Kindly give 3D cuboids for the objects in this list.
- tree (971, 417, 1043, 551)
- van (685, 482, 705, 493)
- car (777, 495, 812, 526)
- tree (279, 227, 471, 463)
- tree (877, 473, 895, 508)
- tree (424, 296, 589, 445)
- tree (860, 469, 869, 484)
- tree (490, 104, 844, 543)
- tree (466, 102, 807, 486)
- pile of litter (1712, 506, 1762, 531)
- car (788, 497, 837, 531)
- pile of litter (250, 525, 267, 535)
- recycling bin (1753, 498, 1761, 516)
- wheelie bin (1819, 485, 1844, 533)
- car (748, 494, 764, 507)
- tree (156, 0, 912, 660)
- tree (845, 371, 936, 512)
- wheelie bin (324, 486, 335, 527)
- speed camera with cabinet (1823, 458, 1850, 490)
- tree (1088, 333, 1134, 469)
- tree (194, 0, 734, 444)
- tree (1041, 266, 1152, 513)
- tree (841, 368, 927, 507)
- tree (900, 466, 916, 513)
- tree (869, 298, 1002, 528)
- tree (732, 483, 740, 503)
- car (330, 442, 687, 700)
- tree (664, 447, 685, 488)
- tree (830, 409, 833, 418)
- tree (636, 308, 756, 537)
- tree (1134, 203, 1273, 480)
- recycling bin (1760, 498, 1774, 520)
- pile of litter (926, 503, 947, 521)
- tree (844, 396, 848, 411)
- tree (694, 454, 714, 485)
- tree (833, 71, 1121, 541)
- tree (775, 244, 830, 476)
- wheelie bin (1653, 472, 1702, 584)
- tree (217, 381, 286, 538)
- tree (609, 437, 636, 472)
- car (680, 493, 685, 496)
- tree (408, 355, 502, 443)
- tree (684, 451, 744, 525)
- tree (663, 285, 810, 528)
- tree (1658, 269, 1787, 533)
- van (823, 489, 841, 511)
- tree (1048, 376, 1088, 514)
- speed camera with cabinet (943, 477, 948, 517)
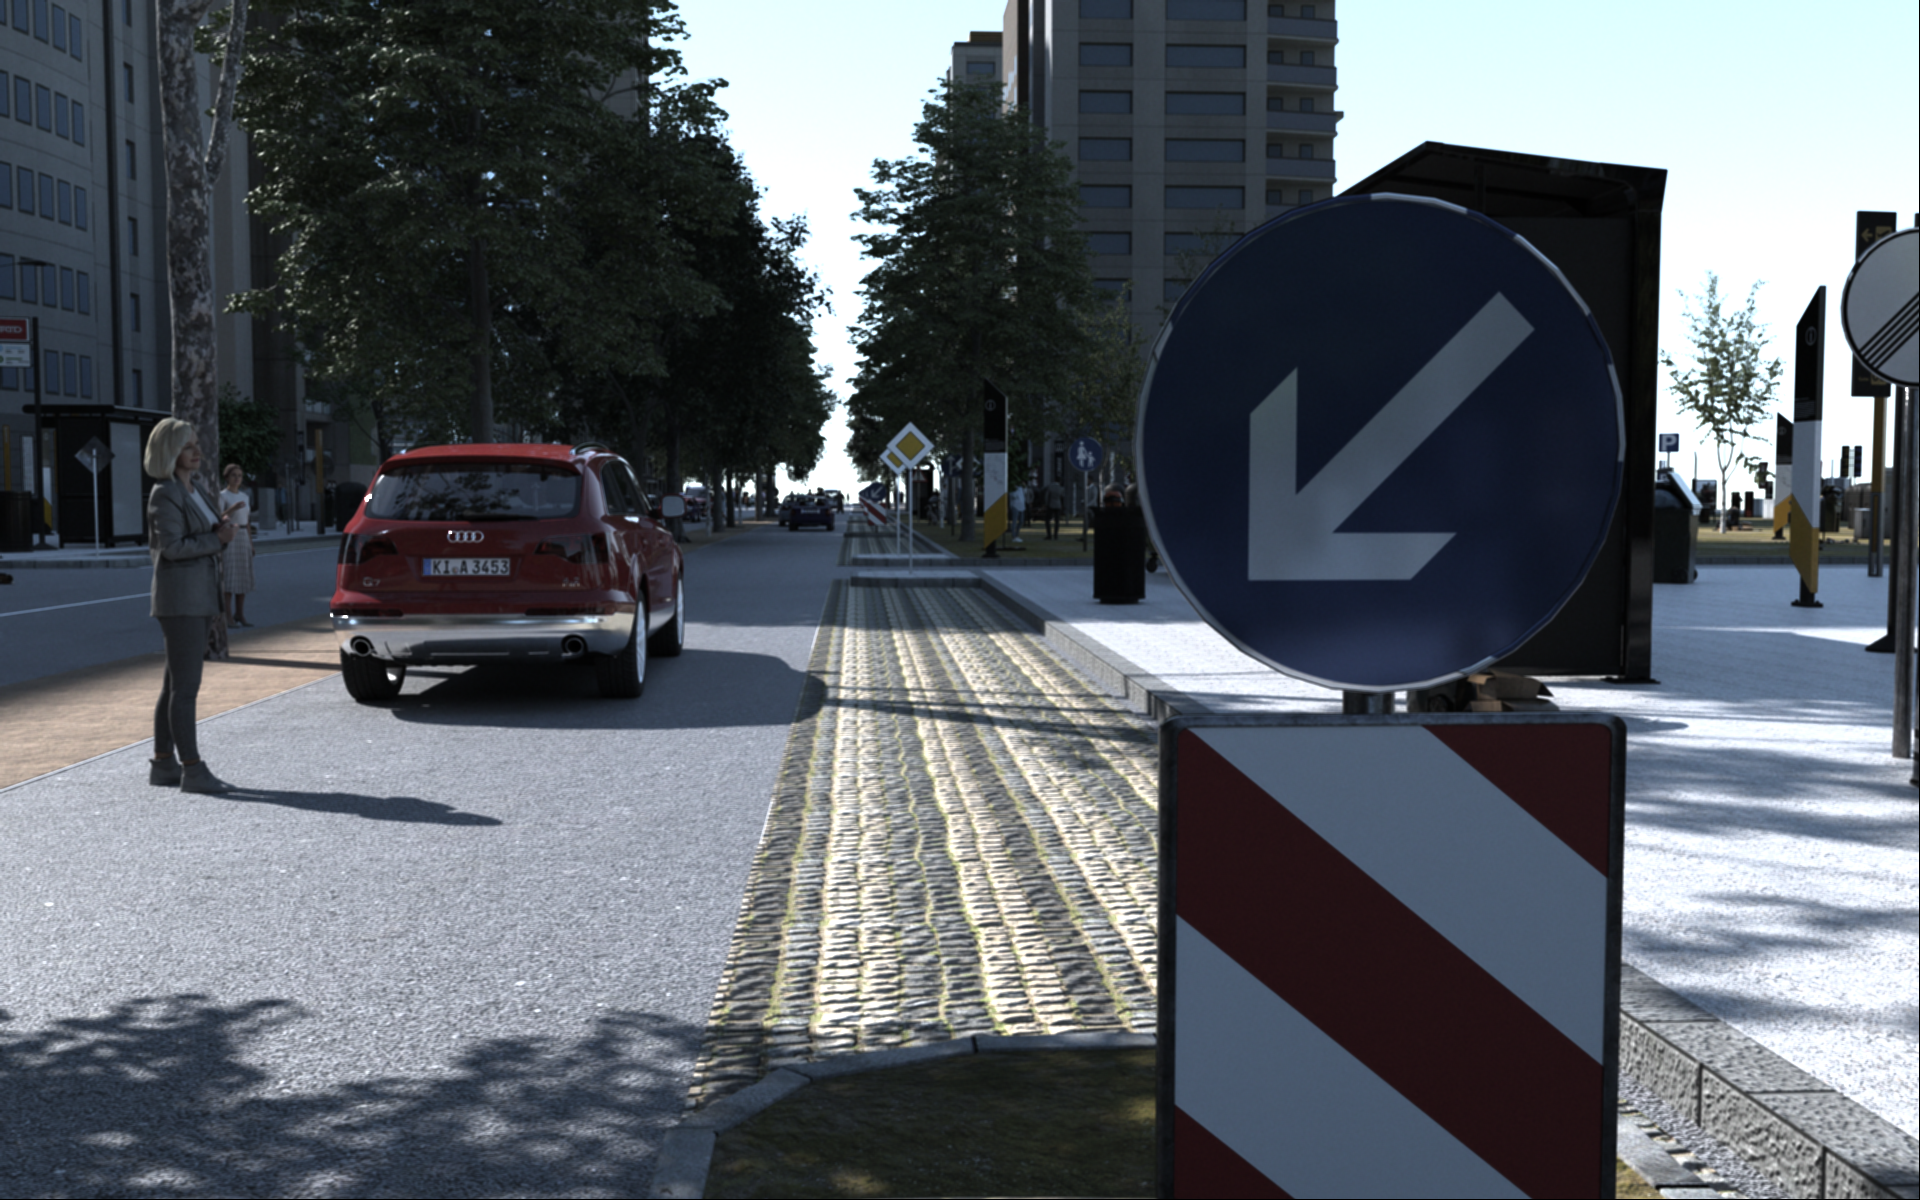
[{"bbox_3d":[1.130,-2.761,39.736,1.663,3.219,1.824,0,3,0],"label":"tree"},{"bbox_3d":[-20.208,-7.898,133.515,2.240,2.365,5.245,0,4,-4],"label":"van"},{"bbox_3d":[-7.254,-4.035,77.979,2.014,1.417,4.499,0,4,-5],"label":"car"},{"bbox_3d":[-21.914,-8.548,65.511,9.928,11.665,9.643,0,3,0],"label":"tree"},{"bbox_3d":[-6.603,-10.151,160.570,1.663,3.219,1.824,0,3,0],"label":"tree"},{"bbox_3d":[-23.821,-11.233,94.028,12.009,13.543,11.850,0,3,0],"label":"tree"},{"bbox_3d":[-13.243,-19.280,265.597,4.360,8.622,3.978,0,3,0],"label":"tree"},{"bbox_3d":[-8.353,-7.994,50.175,9.611,12.733,9.660,0,3,0],"label":"tree"},{"bbox_3d":[-7.866,-6.403,41.564,8.767,10.594,7.601,0,4,-3],"label":"tree"},{"bbox_3d":[27.197,-2.850,60.565,1.719,0.858,1.176,1,4,14],"label":"pile of litter"},{"bbox_3d":[-5.850,-3.422,68.523,1.945,1.354,3.894,0,4,-3],"label":"car"},{"bbox_3d":[-22.696,-2.486,54.618,1.719,0.858,1.176,-1,4,-17],"label":"pile of litter"},{"bbox_3d":[46.143,-5.366,100.281,0.722,1.027,0.722,-3,5,-41],"label":"recycling bin"},{"bbox_3d":[29.135,-3.063,57.987,0.980,1.594,0.693,-3,5,-42],"label":"wheelie bin"},{"bbox_3d":[-23.314,-11.399,198.168,2.131,1.459,4.920,0,4,-5],"label":"car"},{"bbox_3d":[-5.325,-9.499,13.660,12.611,20.169,13.585,0,3,0],"label":"tree"},{"bbox_3d":[-4.926,-11.709,125.854,7.601,10.594,8.767,0,4,3],"label":"tree"},{"bbox_3d":[-24.628,-3.632,67.296,0.693,1.594,0.980,-1,4,-18],"label":"wheelie bin"},{"bbox_3d":[49.419,-6.301,97.359,2.038,3.252,0.660,-1,4,-17],"label":"speed camera with cabinet"},{"bbox_3d":[8.351,-7.863,78.916,4.360,8.622,3.978,0,3,0],"label":"tree"},{"bbox_3d":[-6.784,-6.354,24.467,7.486,12.596,7.792,0,3,0],"label":"tree"},{"bbox_3d":[4.604,-6.438,55.629,4.737,8.622,4.395,0,3,0],"label":"tree"},{"bbox_3d":[-7.210,-16.120,170.217,9.857,13.997,8.962,0,3,0],"label":"tree"},{"bbox_3d":[-3.058,-7.435,116.157,1.663,3.219,1.824,0,3,0],"label":"tree"},{"bbox_3d":[-0.565,-6.996,64.752,4.360,8.622,3.978,0,3,0],"label":"tree"},{"bbox_3d":[-33.867,-16.439,263.371,1.663,3.219,1.824,0,3,0],"label":"tree"},{"bbox_3d":[-3.356,-0.305,13.655,2.281,1.827,5.304,0,4,-4],"label":"car"},{"bbox_3d":[-27.337,-13.369,168.937,4.737,8.622,4.395,0,3,0],"label":"tree"},{"bbox_3d":[-10.260,-10.278,88.637,7.486,12.596,7.792,0,3,0],"label":"tree"},{"bbox_3d":[-8.378,-6.395,57.383,4.360,8.622,3.978,0,3,0],"label":"tree"},{"bbox_3d":[7.076,-5.776,44.798,4.360,8.622,3.978,0,3,0],"label":"tree"},{"bbox_3d":[41.209,-4.598,87.728,0.722,1.027,0.722,-2,4,-24],"label":"recycling bin"},{"bbox_3d":[-1.011,-4.211,82.810,1.176,0.858,1.719,-1,4,-18],"label":"pile of litter"},{"bbox_3d":[-11.661,-11.403,105.907,9.611,12.733,9.660,0,3,0],"label":"tree"},{"bbox_3d":[-29.388,-16.907,183.085,9.857,13.997,8.962,0,3,0],"label":"tree"},{"bbox_3d":[0.616,-7.891,47.137,7.486,12.596,7.792,0,3,0],"label":"tree"},{"bbox_3d":[-8.870,-8.754,63.707,7.486,12.596,7.792,0,3,0],"label":"tree"},{"bbox_3d":[10.259,-1.043,24.969,0.693,1.594,0.980,2,4,35],"label":"wheelie bin"},{"bbox_3d":[-21.252,-4.065,50.172,4.285,4.588,4.351,0,3,0],"label":"tree"},{"bbox_3d":[-26.424,-11.477,138.012,4.360,8.622,3.978,0,3,0],"label":"tree"},{"bbox_3d":[-19.374,-6.707,119.254,1.945,1.707,3.694,0,4,-4],"label":"car"},{"bbox_3d":[-22.180,-7.755,77.152,4.737,8.622,4.395,0,3,0],"label":"tree"},{"bbox_3d":[-10.315,-7.833,80.882,4.737,8.622,4.395,0,3,0],"label":"tree"},{"bbox_3d":[-9.864,-8.879,73.385,9.928,11.665,9.643,0,3,0],"label":"tree"},{"bbox_3d":[24.813,-6.469,56.134,4.737,8.622,4.395,0,3,0],"label":"tree"},{"bbox_3d":[-11.004,-8.619,147.933,2.013,2.044,4.112,0,4,-4],"label":"van"},{"bbox_3d":[7.428,-9.692,108.824,4.360,8.622,3.978,0,3,0],"label":"tree"},{"bbox_3d":[-0.740,-6.232,96.231,0.660,3.252,2.038,0,4,-3],"label":"speed camera with cabinet"}]
